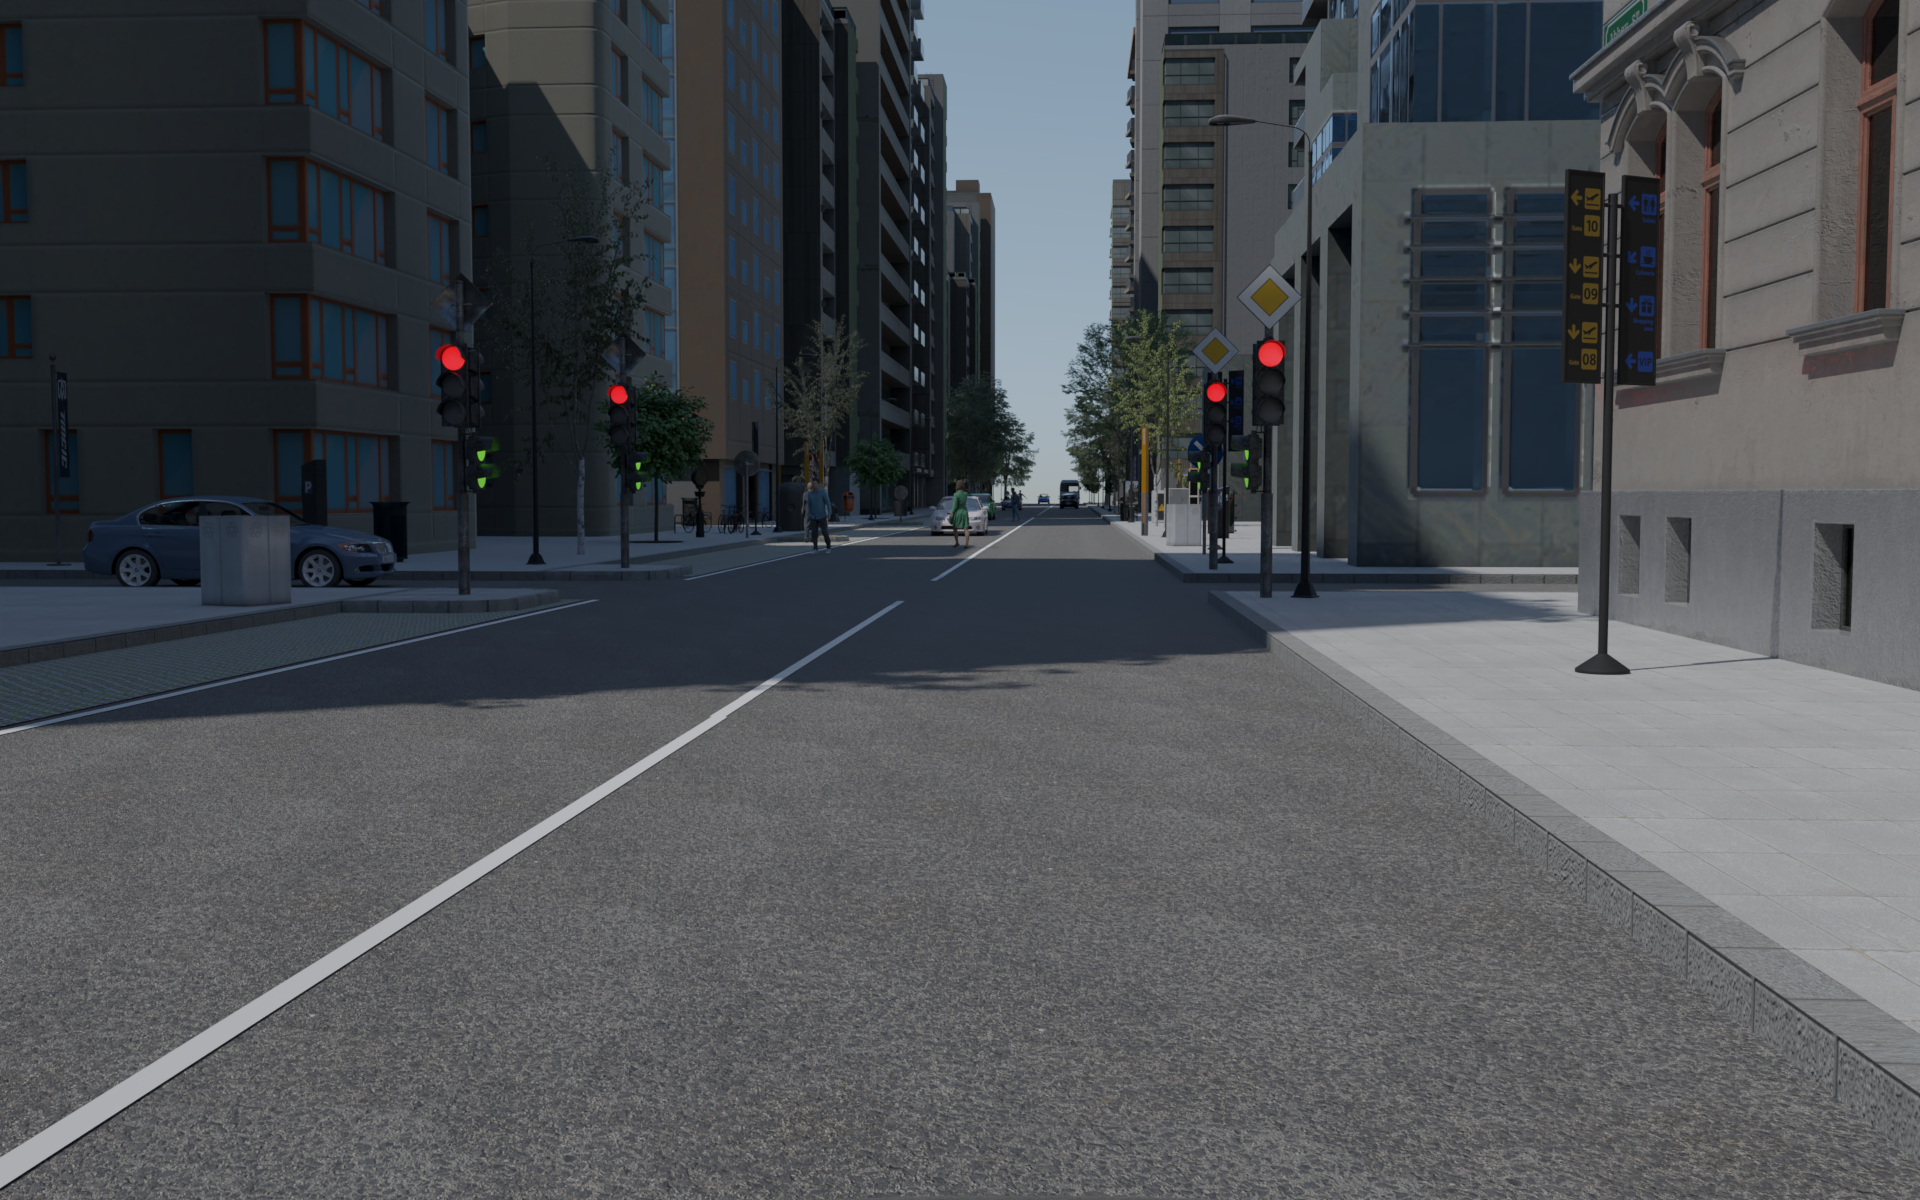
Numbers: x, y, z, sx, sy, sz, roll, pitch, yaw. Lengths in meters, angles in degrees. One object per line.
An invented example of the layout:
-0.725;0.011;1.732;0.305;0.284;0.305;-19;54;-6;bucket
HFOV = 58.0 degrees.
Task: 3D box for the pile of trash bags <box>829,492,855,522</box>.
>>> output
-6.287;-4.320;80.381;3.447;1.369;1.912;-3;5;-43;pile of trash bags

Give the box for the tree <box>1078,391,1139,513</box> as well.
10.028;-10.029;114.331;4.360;8.622;3.978;0;3;0;tree

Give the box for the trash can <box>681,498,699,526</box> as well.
-10.763;-3.511;69.054;0.748;1.137;0.748;0;3;0;trash can

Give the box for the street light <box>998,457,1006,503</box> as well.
4.707;-14.903;216.201;1.470;5.913;1.316;0;4;4;street light

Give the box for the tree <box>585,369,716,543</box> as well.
-8.127;-3.794;45.738;4.285;4.588;4.351;0;3;0;tree

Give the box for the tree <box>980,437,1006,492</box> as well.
3.279;-15.592;205.288;4.737;8.622;4.395;0;3;0;tree

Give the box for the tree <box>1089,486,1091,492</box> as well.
17.183;-13.876;221.469;1.663;3.219;1.824;0;3;0;tree

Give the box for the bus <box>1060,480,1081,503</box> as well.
14.571;-14.334;229.221;2.948;3.499;13.247;0;4;4;bus

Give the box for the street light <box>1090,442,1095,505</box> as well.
10.522;-9.486;127.644;1.470;5.913;1.316;0;4;4;street light

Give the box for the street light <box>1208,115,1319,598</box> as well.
3.745;-2.986;21.367;1.470;5.913;1.316;0;4;4;street light

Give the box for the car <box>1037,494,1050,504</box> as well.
12.119;-14.714;250.169;1.945;1.707;3.694;0;4;5;car

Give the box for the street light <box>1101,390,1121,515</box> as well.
7.159;-6.431;77.687;1.470;5.913;1.316;0;4;4;street light

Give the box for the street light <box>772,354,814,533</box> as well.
-5.536;-5.195;57.480;1.470;5.913;1.316;0;4;4;street light

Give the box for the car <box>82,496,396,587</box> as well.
-10.923;-0.882;26.416;4.499;1.417;2.014;0;4;2;car

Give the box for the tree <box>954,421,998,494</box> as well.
1.469;-13.510;171.242;4.360;8.622;3.978;0;3;0;tree

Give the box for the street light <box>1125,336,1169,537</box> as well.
5.585;-4.807;51.136;1.470;5.913;1.316;0;4;4;street light

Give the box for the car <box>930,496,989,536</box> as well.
0.006;-2.968;60.886;2.083;1.381;4.827;0;4;3;car

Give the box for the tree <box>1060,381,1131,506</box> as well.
15.997;-17.305;189.583;9.857;13.997;8.962;0;3;0;tree

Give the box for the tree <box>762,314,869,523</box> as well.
-5.677;-7.370;70.861;4.360;8.622;3.978;0;3;0;tree

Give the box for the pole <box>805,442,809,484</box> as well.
-5.940;-4.491;67.263;0.158;3.312;0.155;0;3;0;pole

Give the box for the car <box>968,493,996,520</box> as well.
1.010;-5.326;95.871;1.959;1.807;4.718;0;4;5;car

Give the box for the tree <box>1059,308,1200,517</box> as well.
9.402;-10.376;95.400;9.928;11.665;9.643;0;3;0;tree

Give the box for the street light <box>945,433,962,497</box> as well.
-0.567;-9.804;132.837;1.470;5.913;1.316;0;4;4;street light

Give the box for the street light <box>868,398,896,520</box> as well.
-3.785;-6.829;84.192;1.470;5.913;1.316;0;4;4;street light

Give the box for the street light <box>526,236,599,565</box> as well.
-7.193;-3.598;31.372;1.470;5.913;1.316;0;4;4;street light

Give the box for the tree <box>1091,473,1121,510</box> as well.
12.206;-9.033;142.283;1.663;3.219;1.824;0;3;0;tree

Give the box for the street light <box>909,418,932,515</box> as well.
-2.440;-8.185;106.366;1.470;5.913;1.316;0;4;4;street light

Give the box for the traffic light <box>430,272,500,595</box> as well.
-6.313;-2.024;22.008;0.839;4.253;0.868;0;4;4;traffic light

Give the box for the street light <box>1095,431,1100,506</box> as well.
9.000;-8.047;104.104;1.470;5.913;1.316;0;4;4;street light

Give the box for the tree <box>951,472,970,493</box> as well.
-0.142;-9.726;153.619;1.663;3.219;1.824;0;3;0;tree

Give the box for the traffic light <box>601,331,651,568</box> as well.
-5.802;-2.511;29.976;0.839;4.253;0.868;0;4;4;traffic light

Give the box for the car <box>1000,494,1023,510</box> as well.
4.592;-8.609;152.754;2.014;1.417;4.499;0;4;4;car

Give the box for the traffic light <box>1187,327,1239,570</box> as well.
4.290;-2.473;29.347;0.839;4.253;0.868;0;4;4;traffic light

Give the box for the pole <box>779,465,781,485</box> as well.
-8.914;-5.595;85.324;0.158;3.312;0.155;0;3;0;pole

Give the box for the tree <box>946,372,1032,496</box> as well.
1.062;-16.721;180.051;9.857;13.997;8.962;0;3;0;tree

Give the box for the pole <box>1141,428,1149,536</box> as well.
5.679;-3.628;53.155;0.158;3.312;0.155;0;3;0;pole

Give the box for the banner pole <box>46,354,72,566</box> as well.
-16.196;-2.519;31.195;0.401;3.779;0.863;0;4;-6;banner pole

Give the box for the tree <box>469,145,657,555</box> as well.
-8.201;-5.283;36.739;4.360;8.622;3.978;0;3;0;tree

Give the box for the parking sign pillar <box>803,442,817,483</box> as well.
-7.825;-6.214;90.076;1.447;3.967;1.447;-1;4;-18;parking sign pillar

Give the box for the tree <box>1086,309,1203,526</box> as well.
7.776;-7.225;68.493;4.737;8.622;4.395;0;3;0;tree

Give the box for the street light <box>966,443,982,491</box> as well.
1.128;-11.409;159.071;1.470;5.913;1.316;0;4;4;street light

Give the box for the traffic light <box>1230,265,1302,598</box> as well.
3.778;-1.985;21.378;0.839;4.253;0.868;0;4;4;traffic light

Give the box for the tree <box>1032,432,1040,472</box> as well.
7.088;-21.888;264.528;9.857;13.997;8.962;0;3;0;tree

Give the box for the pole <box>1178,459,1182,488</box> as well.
12.778;-6.537;100.721;0.158;3.312;0.155;0;3;0;pole

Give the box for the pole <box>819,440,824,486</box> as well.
-5.209;-4.362;65.168;0.158;3.312;0.155;0;3;0;pole

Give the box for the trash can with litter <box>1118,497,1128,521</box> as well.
7.859;-4.395;83.242;0.624;1.170;1.055;0;4;0;trash can with litter

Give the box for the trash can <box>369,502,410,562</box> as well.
-10.730;-1.283;32.626;0.748;1.137;0.748;0;3;0;trash can

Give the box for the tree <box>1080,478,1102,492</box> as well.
19.368;-16.645;255.851;4.285;4.588;4.351;0;3;0;tree

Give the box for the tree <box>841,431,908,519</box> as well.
-4.444;-6.504;90.048;4.285;4.588;4.351;0;3;0;tree

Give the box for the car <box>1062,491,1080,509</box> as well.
11.007;-9.964;172.501;1.945;1.707;3.694;0;4;4;car

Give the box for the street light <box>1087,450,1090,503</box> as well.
12.165;-11.083;153.753;1.470;5.913;1.316;0;4;4;street light

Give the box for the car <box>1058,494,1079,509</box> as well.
10.514;-9.674;167.962;2.009;1.686;4.222;0;4;4;car
